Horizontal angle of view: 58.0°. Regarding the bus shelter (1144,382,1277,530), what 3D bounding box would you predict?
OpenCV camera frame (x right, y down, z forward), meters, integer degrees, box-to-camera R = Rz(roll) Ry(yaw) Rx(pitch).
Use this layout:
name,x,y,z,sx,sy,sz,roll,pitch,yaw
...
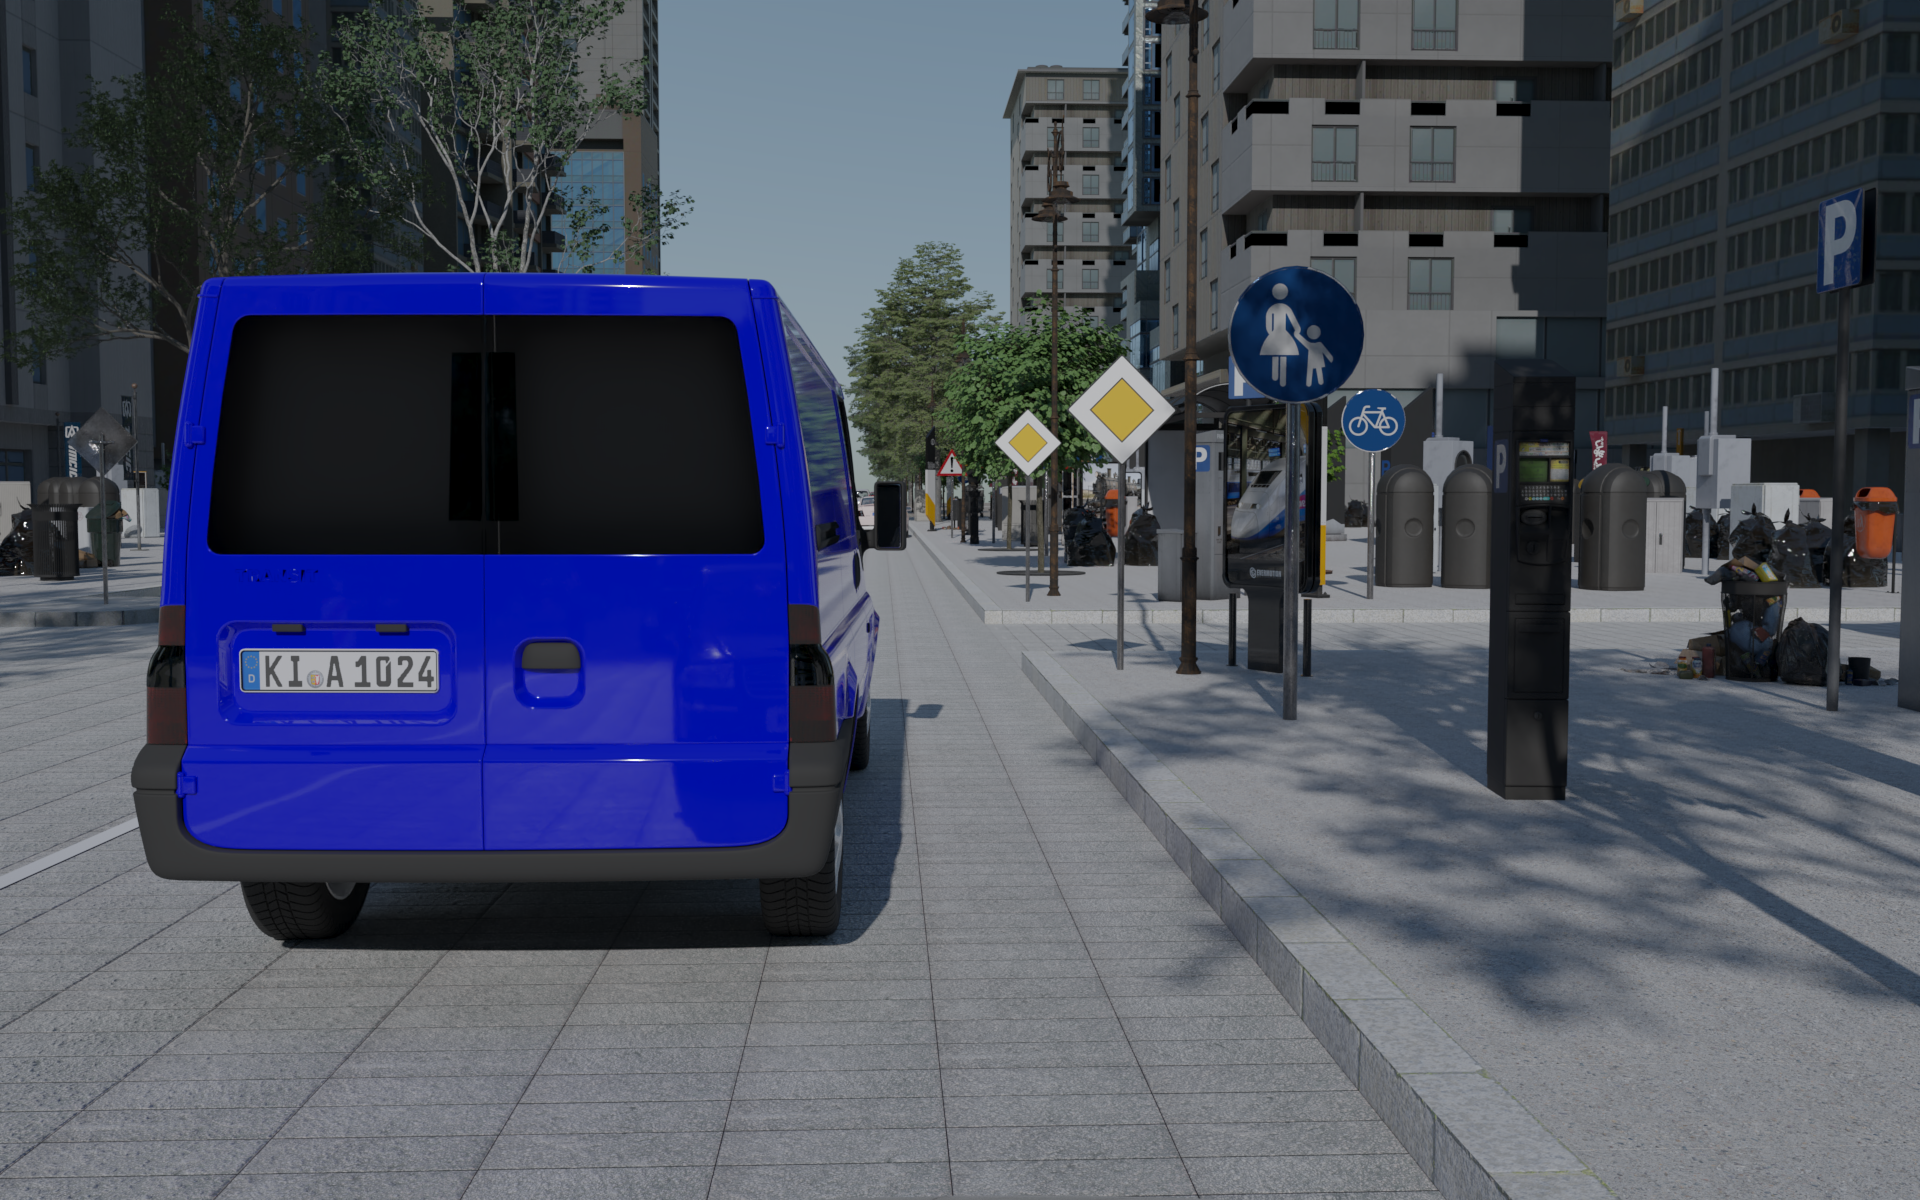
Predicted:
name,x,y,z,sx,sy,sz,roll,pitch,yaw
bus shelter,4.793,-2.455,34.059,2.014,3.302,5.546,0,4,-3

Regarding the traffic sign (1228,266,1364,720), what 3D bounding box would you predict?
name,x,y,z,sx,sy,sz,roll,pitch,yaw
traffic sign,1.878,-0.592,9.783,0.768,2.556,0.104,0,4,-2

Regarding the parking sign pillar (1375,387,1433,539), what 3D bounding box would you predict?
name,x,y,z,sx,sy,sz,roll,pitch,yaw
parking sign pillar,11.171,-3.358,43.382,1.447,3.967,1.447,-2,4,-27

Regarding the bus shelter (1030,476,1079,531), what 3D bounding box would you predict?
name,x,y,z,sx,sy,sz,roll,pitch,yaw
bus shelter,3.322,-4.961,58.745,2.179,5.291,8.768,0,4,-2

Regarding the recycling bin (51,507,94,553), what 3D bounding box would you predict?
name,x,y,z,sx,sy,sz,roll,pitch,yaw
recycling bin,-16.847,-1.253,33.039,0.722,1.027,0.722,0,4,-5

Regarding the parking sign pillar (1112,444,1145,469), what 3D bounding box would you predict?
name,x,y,z,sx,sy,sz,roll,pitch,yaw
parking sign pillar,6.621,-4.872,68.130,1.447,3.967,1.447,0,4,-4

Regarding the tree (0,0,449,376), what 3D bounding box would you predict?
name,x,y,z,sx,sy,sz,roll,pitch,yaw
tree,-13.073,-5.857,30.179,7.601,10.594,8.767,0,4,8

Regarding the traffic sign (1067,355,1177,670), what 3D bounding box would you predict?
name,x,y,z,sx,sy,sz,roll,pitch,yaw
traffic sign,1.167,-0.547,12.579,0.795,2.450,0.064,0,4,-3

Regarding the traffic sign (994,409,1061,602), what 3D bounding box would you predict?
name,x,y,z,sx,sy,sz,roll,pitch,yaw
traffic sign,0.803,-1.034,20.556,0.795,2.450,0.064,0,4,-3

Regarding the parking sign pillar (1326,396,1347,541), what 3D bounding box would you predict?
name,x,y,z,sx,sy,sz,roll,pitch,yaw
parking sign pillar,9.907,-3.611,47.512,1.447,3.967,1.447,-1,4,-22

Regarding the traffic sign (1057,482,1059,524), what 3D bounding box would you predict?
name,x,y,z,sx,sy,sz,roll,pitch,yaw
traffic sign,2.061,-2.249,36.770,0.884,2.594,0.081,0,4,4

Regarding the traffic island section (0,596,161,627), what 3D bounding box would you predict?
name,x,y,z,sx,sy,sz,roll,pitch,yaw
traffic island section,-9.955,0.130,20.148,2.009,0.180,2.903,0,4,-3

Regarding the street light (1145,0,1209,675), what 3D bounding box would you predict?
name,x,y,z,sx,sy,sz,roll,pitch,yaw
street light,1.633,-2.410,12.199,0.468,5.910,1.993,0,4,-3

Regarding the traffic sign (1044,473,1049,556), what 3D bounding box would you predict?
name,x,y,z,sx,sy,sz,roll,pitch,yaw
traffic sign,1.786,-2.178,35.723,0.768,2.556,0.104,0,4,1

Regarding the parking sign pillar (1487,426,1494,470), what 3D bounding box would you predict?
name,x,y,z,sx,sy,sz,roll,pitch,yaw
parking sign pillar,15.418,-3.695,48.882,1.447,3.967,1.447,-1,4,-17

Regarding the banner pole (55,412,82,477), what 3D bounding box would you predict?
name,x,y,z,sx,sy,sz,roll,pitch,yaw
banner pole,-27.247,-3.845,52.888,0.863,3.779,0.401,-1,4,-17

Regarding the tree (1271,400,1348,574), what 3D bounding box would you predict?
name,x,y,z,sx,sy,sz,roll,pitch,yaw
tree,5.367,-2.036,27.890,1.663,3.219,1.824,0,3,0

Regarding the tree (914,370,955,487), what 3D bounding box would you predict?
name,x,y,z,sx,sy,sz,roll,pitch,yaw
tree,-1.397,-9.280,102.089,4.737,8.622,4.395,0,3,0

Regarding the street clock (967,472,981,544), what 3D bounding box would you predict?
name,x,y,z,sx,sy,sz,roll,pitch,yaw
street clock,0.372,-2.429,44.285,0.358,2.002,0.471,1,4,21

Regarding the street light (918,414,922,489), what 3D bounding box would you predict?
name,x,y,z,sx,sy,sz,roll,pitch,yaw
street light,-2.085,-7.429,94.250,0.468,5.910,1.993,0,4,-3

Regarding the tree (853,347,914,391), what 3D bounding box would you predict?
name,x,y,z,sx,sy,sz,roll,pitch,yaw
tree,-6.199,-21.951,214.790,12.611,20.169,13.585,0,3,0

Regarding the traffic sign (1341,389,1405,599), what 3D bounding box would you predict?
name,x,y,z,sx,sy,sz,roll,pitch,yaw
traffic sign,5.005,-1.282,21.061,0.768,2.556,0.104,0,4,2

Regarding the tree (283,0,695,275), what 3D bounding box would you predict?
name,x,y,z,sx,sy,sz,roll,pitch,yaw
tree,-14.574,-12.161,54.721,12.611,20.169,13.585,0,3,0

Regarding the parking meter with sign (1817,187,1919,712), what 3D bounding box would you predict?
name,x,y,z,sx,sy,sz,roll,pitch,yaw
parking meter with sign,5.988,-0.848,10.130,1.738,3.016,0.543,0,4,2

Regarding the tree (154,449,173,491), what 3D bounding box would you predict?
name,x,y,z,sx,sy,sz,roll,pitch,yaw
tree,-28.321,-4.198,63.245,1.663,3.219,1.824,0,3,0

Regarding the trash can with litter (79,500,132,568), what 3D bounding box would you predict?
name,x,y,z,sx,sy,sz,roll,pitch,yaw
trash can with litter,-15.067,-1.156,30.291,0.624,1.170,1.055,1,4,11

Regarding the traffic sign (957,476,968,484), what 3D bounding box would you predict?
name,x,y,z,sx,sy,sz,roll,pitch,yaw
traffic sign,0.231,-5.208,85.256,0.768,2.556,0.104,0,4,2

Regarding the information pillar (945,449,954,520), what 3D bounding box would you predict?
name,x,y,z,sx,sy,sz,roll,pitch,yaw
information pillar,-0.495,-5.767,85.646,0.183,3.616,0.504,-3,4,-39

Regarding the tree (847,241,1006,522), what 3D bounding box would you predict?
name,x,y,z,sx,sy,sz,roll,pitch,yaw
tree,-1.447,-9.806,78.463,7.486,12.596,7.792,0,3,0

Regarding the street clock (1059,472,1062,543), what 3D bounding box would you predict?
name,x,y,z,sx,sy,sz,roll,pitch,yaw
street clock,2.742,-2.475,45.044,0.471,2.002,0.358,0,4,8

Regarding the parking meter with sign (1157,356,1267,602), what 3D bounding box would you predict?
name,x,y,z,sx,sy,sz,roll,pitch,yaw
parking meter with sign,3.072,-1.521,21.137,0.543,3.016,1.738,3,5,41

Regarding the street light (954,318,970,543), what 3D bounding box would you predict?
name,x,y,z,sx,sy,sz,roll,pitch,yaw
street light,0.086,-4.462,45.747,0.468,5.910,1.993,0,4,-3

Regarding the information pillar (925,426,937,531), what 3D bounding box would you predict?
name,x,y,z,sx,sy,sz,roll,pitch,yaw
information pillar,-1.007,-4.159,59.362,0.183,3.616,0.504,2,4,33

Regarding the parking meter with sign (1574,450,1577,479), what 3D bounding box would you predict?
name,x,y,z,sx,sy,sz,roll,pitch,yaw
parking meter with sign,23.276,-4.389,68.025,1.738,3.016,0.543,1,4,17

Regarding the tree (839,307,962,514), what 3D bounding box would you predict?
name,x,y,z,sx,sy,sz,roll,pitch,yaw
tree,-2.765,-12.466,110.473,9.857,13.997,8.962,0,3,0

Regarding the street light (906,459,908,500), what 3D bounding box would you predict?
name,x,y,z,sx,sy,sz,roll,pitch,yaw
street light,-3.346,-9.122,121.940,0.468,5.910,1.993,0,4,-3

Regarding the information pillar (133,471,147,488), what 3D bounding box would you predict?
name,x,y,z,sx,sy,sz,roll,pitch,yaw
information pillar,-26.631,-3.167,56.275,0.304,2.012,0.304,3,5,41

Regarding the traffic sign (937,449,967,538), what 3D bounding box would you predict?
name,x,y,z,sx,sy,sz,roll,pitch,yaw
traffic sign,-0.232,-3.072,50.230,0.884,2.594,0.081,0,4,2

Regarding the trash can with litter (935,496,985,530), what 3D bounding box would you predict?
name,x,y,z,sx,sy,sz,roll,pitch,yaw
trash can with litter,-0.132,-3.161,62.739,1.678,1.210,2.233,-1,4,-15

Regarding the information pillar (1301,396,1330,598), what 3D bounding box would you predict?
name,x,y,z,sx,sy,sz,roll,pitch,yaw
information pillar,4.369,-1.840,21.436,0.183,3.616,0.504,-2,4,-27

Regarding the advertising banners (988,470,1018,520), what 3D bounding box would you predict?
name,x,y,z,sx,sy,sz,roll,pitch,yaw
advertising banners,2.190,-5.500,86.106,0.090,3.025,2.074,-3,5,-45

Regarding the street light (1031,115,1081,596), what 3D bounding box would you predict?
name,x,y,z,sx,sy,sz,roll,pitch,yaw
street light,1.184,-2.989,21.665,0.468,5.910,1.993,0,4,-3

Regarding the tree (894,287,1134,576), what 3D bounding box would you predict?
name,x,y,z,sx,sy,sz,roll,pitch,yaw
tree,1.367,-2.693,27.737,4.285,4.588,4.351,0,3,0

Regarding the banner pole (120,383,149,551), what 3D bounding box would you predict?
name,x,y,z,sx,sy,sz,roll,pitch,yaw
banner pole,-18.626,-2.994,38.962,0.401,3.779,0.863,0,4,1

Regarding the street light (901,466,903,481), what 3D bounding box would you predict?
name,x,y,z,sx,sy,sz,roll,pitch,yaw
street light,-5.679,-12.148,171.412,0.468,5.910,1.993,0,4,-3

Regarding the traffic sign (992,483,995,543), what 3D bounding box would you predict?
name,x,y,z,sx,sy,sz,roll,pitch,yaw
traffic sign,0.878,-2.752,45.108,0.768,2.556,0.104,0,4,7

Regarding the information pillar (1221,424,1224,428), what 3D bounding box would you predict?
name,x,y,z,sx,sy,sz,roll,pitch,yaw
information pillar,7.509,-3.494,48.488,0.183,3.616,0.504,-3,4,-36

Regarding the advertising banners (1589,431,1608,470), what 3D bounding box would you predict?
name,x,y,z,sx,sy,sz,roll,pitch,yaw
advertising banners,18.408,-3.166,47.948,2.074,3.025,0.090,0,4,-2

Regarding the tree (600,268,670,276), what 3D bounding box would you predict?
name,x,y,z,sx,sy,sz,roll,pitch,yaw
tree,-15.396,-9.457,80.377,9.928,11.665,9.643,0,3,0

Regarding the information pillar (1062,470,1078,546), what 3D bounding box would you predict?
name,x,y,z,sx,sy,sz,roll,pitch,yaw
information pillar,2.712,-2.343,42.800,0.304,2.012,0.304,2,4,27

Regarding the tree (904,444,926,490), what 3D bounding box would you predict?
name,x,y,z,sx,sy,sz,roll,pitch,yaw
tree,-2.692,-10.748,126.094,4.360,8.622,3.978,0,3,0

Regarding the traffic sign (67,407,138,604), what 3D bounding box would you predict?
name,x,y,z,sx,sy,sz,roll,pitch,yaw
traffic sign,-9.931,-1.006,20.087,0.795,2.450,0.064,0,4,-3

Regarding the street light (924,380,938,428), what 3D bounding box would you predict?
name,x,y,z,sx,sy,sz,roll,pitch,yaw
street light,-1.120,-5.956,70.162,0.468,5.910,1.993,0,4,-3
